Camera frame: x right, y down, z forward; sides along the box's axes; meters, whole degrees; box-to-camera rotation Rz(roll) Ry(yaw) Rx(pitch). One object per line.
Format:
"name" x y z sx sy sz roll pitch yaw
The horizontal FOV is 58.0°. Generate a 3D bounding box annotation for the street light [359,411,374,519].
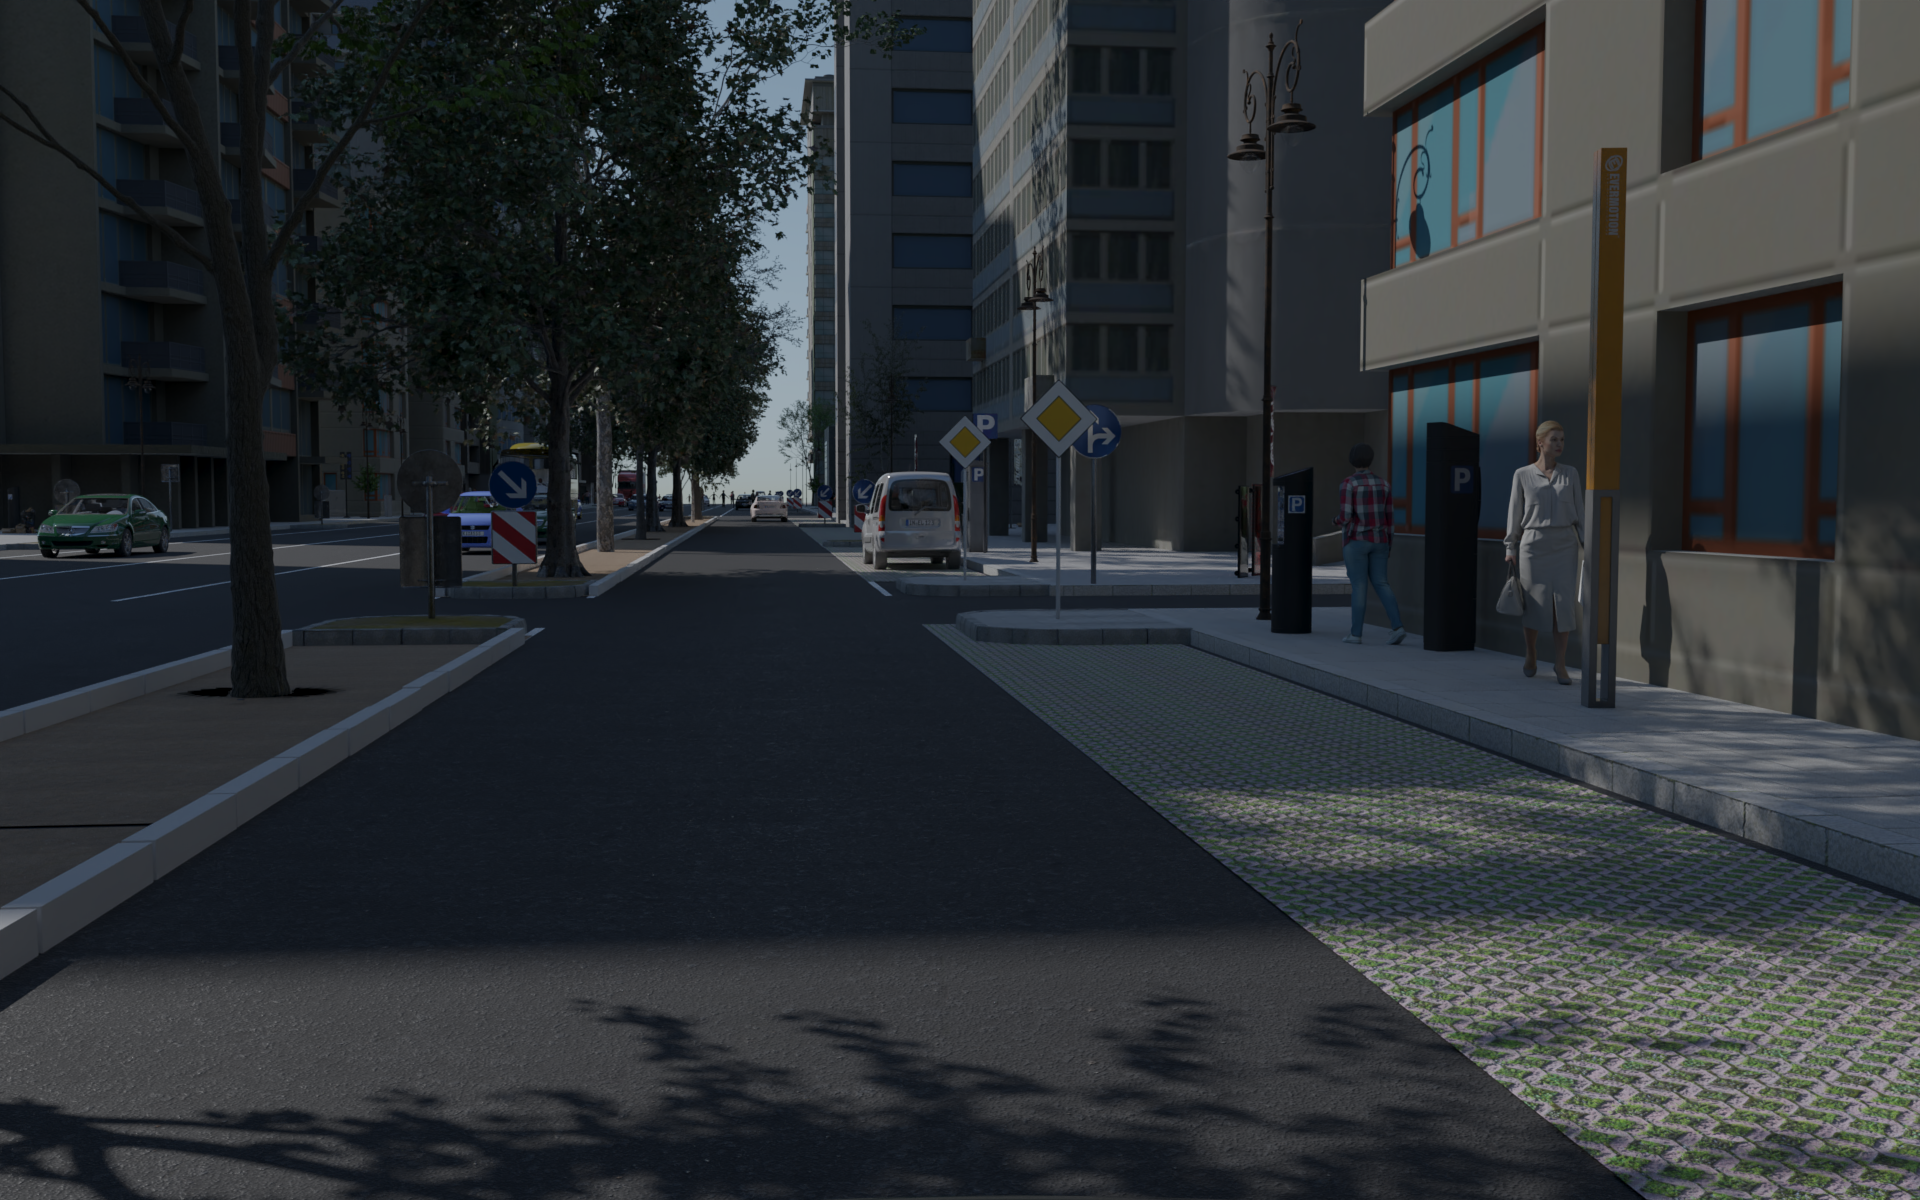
"street light" -30.997 -7.204 90.578 0.468 5.910 1.993 0 4 -7

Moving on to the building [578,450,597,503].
"building" -57.030 -28.807 242.693 14.160 30.474 14.107 0 4 -7

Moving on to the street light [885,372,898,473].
"street light" -2.605 -5.701 66.005 0.468 5.910 1.993 0 4 -7

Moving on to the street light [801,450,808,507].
"street light" -17.344 -13.345 190.981 0.468 5.910 1.993 0 4 -7

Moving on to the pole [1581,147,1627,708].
"pole" 3.849 -1.009 10.348 0.158 3.312 0.155 0 3 0

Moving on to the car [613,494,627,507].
"car" -37.752 -11.109 190.678 2.155 1.783 4.494 0 4 -7

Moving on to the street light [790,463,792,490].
"street light" -25.235 -17.453 258.141 0.468 5.910 1.993 0 4 -7

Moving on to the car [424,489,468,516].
"car" -16.575 -2.958 57.403 2.155 1.783 4.494 0 4 -6

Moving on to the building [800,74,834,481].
"building" -5.235 -38.410 217.237 28.713 52.752 27.495 0 4 -7

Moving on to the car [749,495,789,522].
"car" -9.914 -4.738 89.830 2.083 1.381 4.827 0 4 -7

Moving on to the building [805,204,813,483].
"building" -10.564 -36.154 245.744 22.147 44.769 28.867 0 4 -7

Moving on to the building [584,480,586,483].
"building" -62.668 -38.559 219.681 28.713 52.752 27.495 0 4 -7

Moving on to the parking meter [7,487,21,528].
"parking meter" -32.331 -3.106 59.197 0.372 1.533 0.369 0 3 0

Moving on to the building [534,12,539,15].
"building" -58.398 -36.900 192.549 28.713 52.752 27.495 0 4 -7

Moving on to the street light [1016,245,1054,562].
"street light" 1.393 -3.648 32.431 0.468 5.910 1.993 0 4 -7

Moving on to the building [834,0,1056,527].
"building" 4.189 -33.308 86.584 21.231 58.520 28.212 0 4 -7

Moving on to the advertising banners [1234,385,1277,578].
"advertising banners" 4.664 -1.895 27.170 0.090 3.025 2.074 2 4 26

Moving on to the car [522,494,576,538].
"car" -12.244 -2.364 50.446 2.131 1.459 4.920 0 4 -8

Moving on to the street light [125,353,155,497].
"street light" -26.924 -5.151 57.013 0.468 5.910 1.993 0 4 -7

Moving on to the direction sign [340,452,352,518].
"direction sign" -32.985 -6.182 93.070 0.876 3.537 0.379 2 4 31

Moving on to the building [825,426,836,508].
"building" -0.758 -51.715 158.215 22.319 86.520 31.000 0 4 -7

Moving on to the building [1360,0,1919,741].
"building" 19.398 -9.724 4.028 27.650 21.520 28.899 0 4 -7

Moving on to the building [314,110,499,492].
"building" -43.843 -22.113 133.255 14.160 30.474 14.107 0 4 -7

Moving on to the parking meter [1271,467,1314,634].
"parking meter" 3.071 -0.465 16.007 0.372 1.533 0.369 0 3 0

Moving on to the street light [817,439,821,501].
"street light" -11.595 -10.370 142.333 0.468 5.910 1.993 0 4 -7

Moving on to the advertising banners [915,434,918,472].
"advertising banners" -1.397 -3.385 51.525 0.090 3.025 2.074 0 4 -7

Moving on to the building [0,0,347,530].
"building" -39.247 -25.562 72.571 22.147 44.769 28.867 0 4 -7

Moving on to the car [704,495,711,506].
"car" -30.106 -11.591 201.877 2.083 1.381 4.827 -1 4 -9

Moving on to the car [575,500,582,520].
"car" -22.212 -5.349 97.048 1.945 1.707 3.694 0 4 -6

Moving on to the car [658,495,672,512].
"car" -23.977 -7.992 143.241 1.945 1.354 3.894 0 4 -6

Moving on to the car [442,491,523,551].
"car" -11.630 -2.007 42.413 1.945 1.707 3.694 0 4 -6

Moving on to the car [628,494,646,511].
"car" -27.854 -8.481 150.665 2.014 1.417 4.499 0 4 -6

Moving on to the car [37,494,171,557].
"car" -20.086 -1.773 40.784 2.131 1.459 4.920 -1 4 -9

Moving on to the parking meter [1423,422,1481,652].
"parking meter" 4.036 -0.519 14.198 0.399 1.863 0.255 -1 4 -22

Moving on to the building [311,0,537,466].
"building" -50.117 -37.417 153.765 21.231 58.520 28.212 0 4 -7

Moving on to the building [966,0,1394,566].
"building" 13.031 -21.574 44.609 23.993 40.220 32.217 0 4 -7

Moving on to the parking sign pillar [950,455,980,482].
"parking sign pillar" 0.248 -5.079 71.509 1.447 3.967 1.447 -1 4 -19

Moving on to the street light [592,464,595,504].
"street light" -45.567 -14.861 215.771 0.468 5.910 1.993 0 4 -7

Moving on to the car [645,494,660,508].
"car" -30.900 -9.990 172.376 2.155 1.783 4.494 0 4 -6

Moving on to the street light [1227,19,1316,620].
"street light" 3.116 -2.736 17.525 0.468 5.910 1.993 0 4 -7

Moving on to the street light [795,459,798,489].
"street light" -21.224 -15.400 224.569 0.468 5.910 1.993 0 4 -7

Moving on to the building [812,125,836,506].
"building" -9.681 -31.322 195.714 14.154 41.232 14.086 0 4 -7

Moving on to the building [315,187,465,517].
"building" -48.417 -16.252 110.763 27.650 21.520 28.899 0 4 -7

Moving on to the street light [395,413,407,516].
"street light" -31.964 -7.728 99.137 0.468 5.910 1.993 0 4 -7

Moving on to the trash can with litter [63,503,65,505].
"trash can with litter" -27.110 -2.551 53.096 0.624 1.170 1.055 -2 4 -32

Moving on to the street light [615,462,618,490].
"street light" -49.570 -16.915 249.344 0.468 5.910 1.993 0 4 -7

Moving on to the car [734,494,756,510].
"car" -18.959 -8.749 152.829 2.009 1.686 4.222 0 4 -7

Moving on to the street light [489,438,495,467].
"street light" -35.867 -9.794 132.924 0.468 5.910 1.993 0 4 -7
